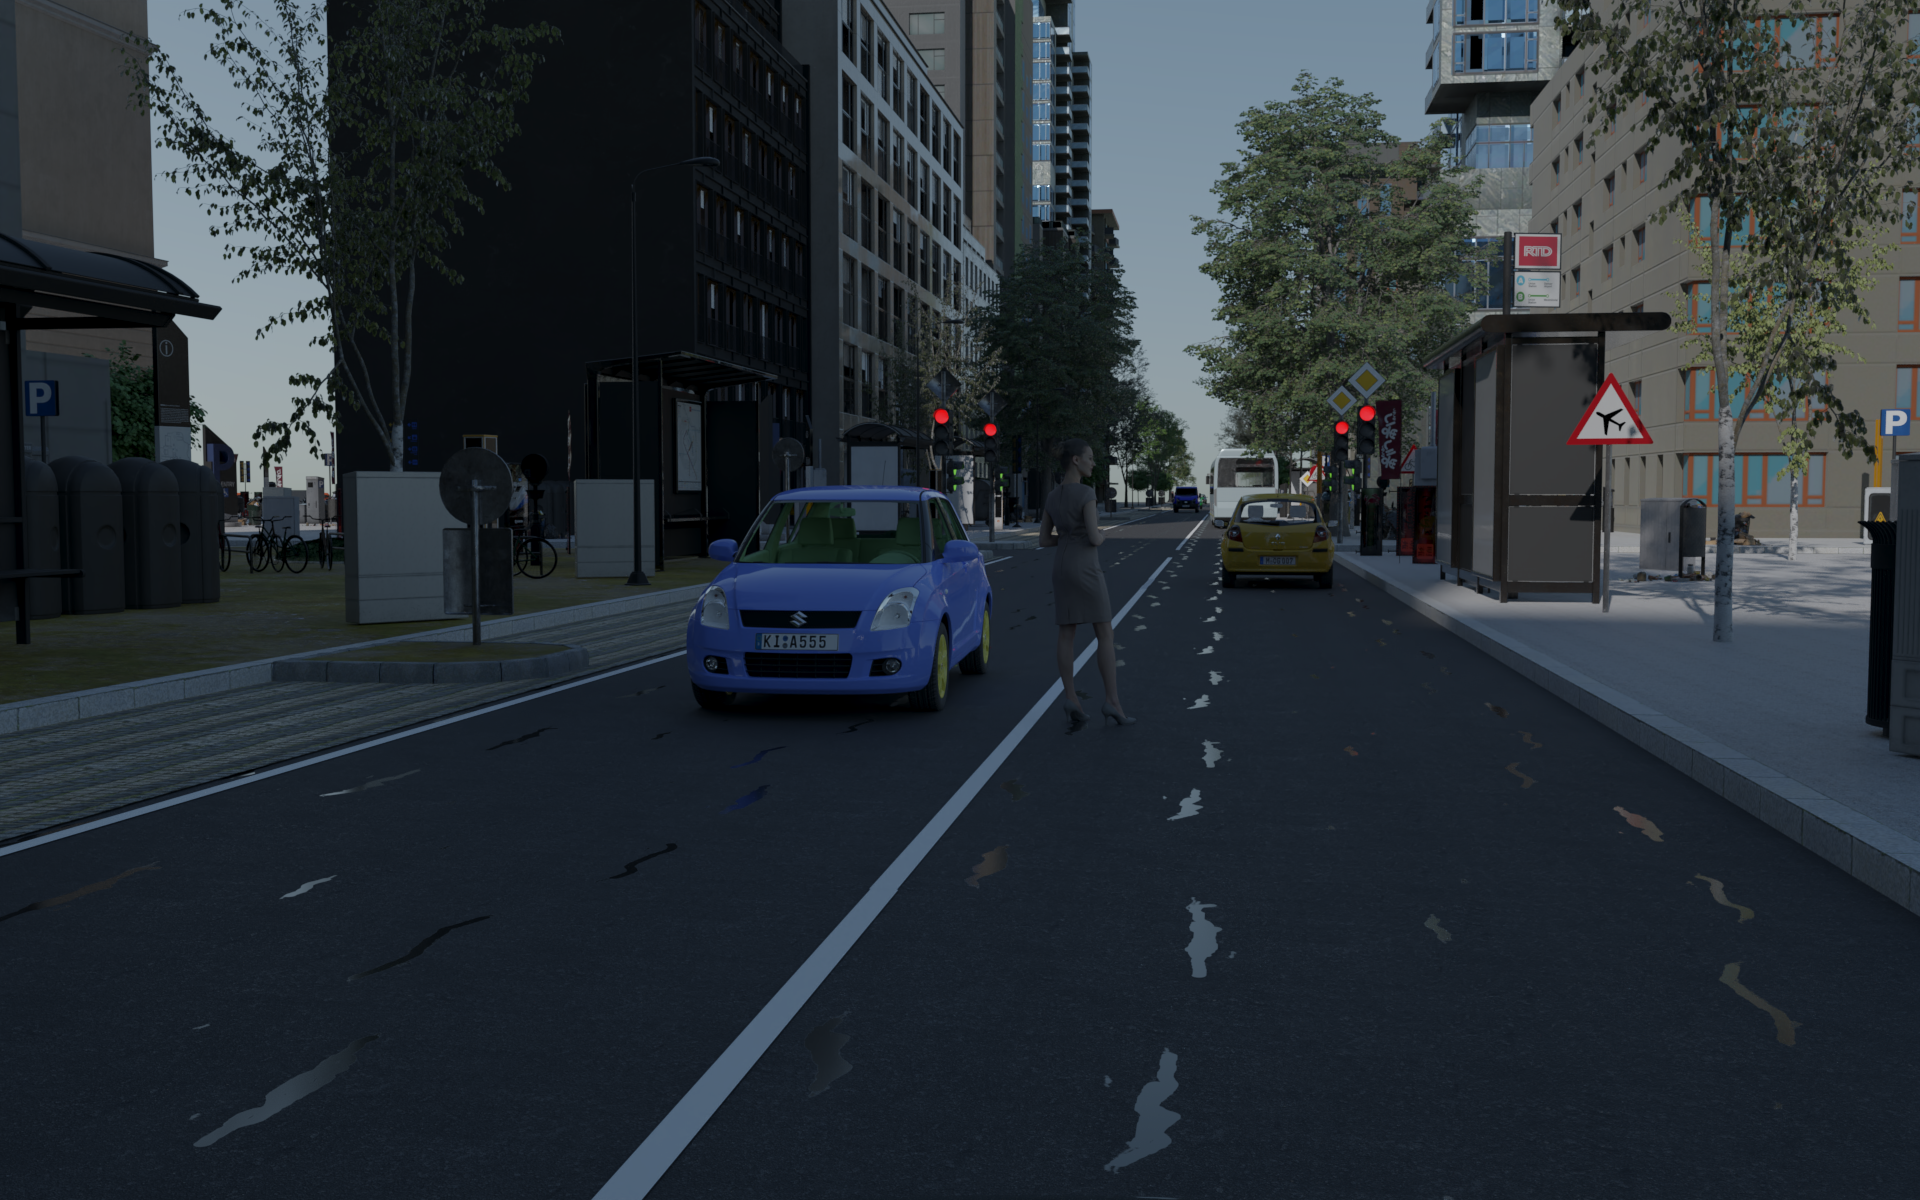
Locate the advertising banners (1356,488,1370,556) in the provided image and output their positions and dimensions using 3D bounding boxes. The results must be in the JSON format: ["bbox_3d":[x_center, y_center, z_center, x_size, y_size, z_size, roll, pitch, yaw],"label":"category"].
[{"bbox_3d":[9.258,-2.425,35.833,2.074,3.025,0.090,0,4,2],"label":"advertising banners"}]

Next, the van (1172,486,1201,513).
[{"bbox_3d":[17.583,-7.941,134.223,2.240,2.365,5.245,1,4,9],"label":"van"}]

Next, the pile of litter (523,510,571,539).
[{"bbox_3d":[-12.015,-2.182,49.634,1.719,0.858,1.176,1,4,22],"label":"pile of litter"}]

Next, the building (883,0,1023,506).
[{"bbox_3d":[-3.057,-27.306,130.048,14.154,41.232,14.086,1,4,9],"label":"building"}]

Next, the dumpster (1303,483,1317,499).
[{"bbox_3d":[18.432,-5.142,89.831,1.264,1.857,1.865,1,4,9],"label":"dumpster"}]

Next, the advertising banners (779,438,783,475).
[{"bbox_3d":[-6.306,-3.576,54.659,2.074,3.025,0.090,3,5,41],"label":"advertising banners"}]

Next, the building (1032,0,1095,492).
[{"bbox_3d":[7.255,-56.034,228.834,22.319,86.520,31.000,1,4,9],"label":"building"}]

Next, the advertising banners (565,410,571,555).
[{"bbox_3d":[-8.363,-2.495,36.985,0.090,3.025,2.074,-1,4,-15],"label":"advertising banners"}]

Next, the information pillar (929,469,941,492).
[{"bbox_3d":[-0.717,-2.887,51.698,0.304,2.012,0.304,3,5,41],"label":"information pillar"}]

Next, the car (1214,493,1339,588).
[{"bbox_3d":[5.077,-1.076,27.811,2.015,1.641,3.980,1,4,10],"label":"car"}]

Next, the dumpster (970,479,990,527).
[{"bbox_3d":[0.758,-3.831,68.401,1.264,1.857,1.865,1,4,9],"label":"dumpster"}]

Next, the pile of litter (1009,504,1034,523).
[{"bbox_3d":[2.866,-3.953,78.593,1.719,0.858,1.176,-3,5,-43],"label":"pile of litter"}]

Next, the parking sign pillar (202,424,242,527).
[{"bbox_3d":[-28.791,-4.829,67.420,1.447,3.967,1.447,1,4,22],"label":"parking sign pillar"}]

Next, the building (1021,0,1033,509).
[{"bbox_3d":[-1.614,-30.206,143.984,14.600,45.320,14.200,1,4,9],"label":"building"}]

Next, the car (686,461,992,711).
[{"bbox_3d":[-0.776,-0.186,12.635,1.945,1.707,3.694,0,4,8],"label":"car"}]

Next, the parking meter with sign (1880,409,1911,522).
[{"bbox_3d":[18.980,-2.355,34.770,0.543,3.016,1.738,1,4,13],"label":"parking meter with sign"}]

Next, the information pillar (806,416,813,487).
[{"bbox_3d":[-4.488,-3.685,51.608,0.183,3.616,0.504,-1,4,-21],"label":"information pillar"}]

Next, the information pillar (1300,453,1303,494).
[{"bbox_3d":[18.063,-6.139,91.732,0.183,3.616,0.504,1,4,17],"label":"information pillar"}]

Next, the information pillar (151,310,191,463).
[{"bbox_3d":[-9.683,-1.831,21.291,0.183,3.616,0.504,2,4,24],"label":"information pillar"}]

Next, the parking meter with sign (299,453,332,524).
[{"bbox_3d":[-27.704,-4.782,74.453,1.738,3.016,0.543,2,4,24],"label":"parking meter with sign"}]

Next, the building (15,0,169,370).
[{"bbox_3d":[-43.729,-17.168,66.599,20.117,28.700,13.634,1,4,9],"label":"building"}]

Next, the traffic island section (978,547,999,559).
[{"bbox_3d":[-0.379,-0.985,38.389,2.009,0.180,2.903,1,4,9],"label":"traffic island section"}]

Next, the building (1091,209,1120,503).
[{"bbox_3d":[12.350,-37.011,259.759,22.147,44.769,28.867,1,4,9],"label":"building"}]

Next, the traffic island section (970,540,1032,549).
[{"bbox_3d":[0.831,-1.468,46.283,2.009,0.180,2.903,1,4,9],"label":"traffic island section"}]

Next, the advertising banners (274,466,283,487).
[{"bbox_3d":[-42.290,-6.934,109.561,2.074,3.025,0.090,-3,4,-36],"label":"advertising banners"}]

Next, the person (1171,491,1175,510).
[{"bbox_3d":[18.867,-8.800,153.323,0.756,1.711,0.436,-3,4,-36],"label":"person"}]

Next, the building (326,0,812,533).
[{"bbox_3d":[-13.325,-14.301,63.494,12.332,23.373,15.834,1,4,9],"label":"building"}]

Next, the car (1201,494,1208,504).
[{"bbox_3d":[34.474,-14.568,247.973,2.009,1.686,4.222,0,4,7],"label":"car"}]

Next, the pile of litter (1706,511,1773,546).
[{"bbox_3d":[19.595,-1.817,43.668,1.176,0.858,1.719,-1,4,-20],"label":"pile of litter"}]

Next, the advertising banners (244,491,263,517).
[{"bbox_3d":[-40.028,-6.163,96.959,2.074,3.025,0.090,0,4,-2],"label":"advertising banners"}]

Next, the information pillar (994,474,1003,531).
[{"bbox_3d":[1.339,-3.437,60.691,0.304,2.012,0.304,0,4,-2],"label":"information pillar"}]

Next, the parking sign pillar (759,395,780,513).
[{"bbox_3d":[-5.534,-3.620,47.660,1.447,3.967,1.447,3,5,42],"label":"parking sign pillar"}]

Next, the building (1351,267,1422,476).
[{"bbox_3d":[47.216,-18.068,140.450,27.650,21.520,28.899,1,4,9],"label":"building"}]

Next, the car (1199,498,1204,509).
[{"bbox_3d":[22.086,-9.495,164.036,1.959,1.807,4.718,0,4,8],"label":"car"}]

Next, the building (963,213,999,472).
[{"bbox_3d":[-3.648,-15.843,113.787,10.420,20.320,16.860,1,4,9],"label":"building"}]

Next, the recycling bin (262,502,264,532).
[{"bbox_3d":[-23.163,-2.820,58.662,0.722,1.027,0.722,0,4,-7],"label":"recycling bin"}]

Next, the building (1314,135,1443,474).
[{"bbox_3d":[51.643,-34.585,215.569,14.600,45.320,14.200,1,4,9],"label":"building"}]

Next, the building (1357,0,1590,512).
[{"bbox_3d":[35.850,-48.117,99.376,22.319,86.520,31.000,1,4,9],"label":"building"}]

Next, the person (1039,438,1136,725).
[{"bbox_3d":[0.793,-0.125,10.886,0.374,1.781,0.599,-3,5,-40],"label":"person"}]

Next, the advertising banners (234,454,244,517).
[{"bbox_3d":[-31.736,-4.765,74.098,0.090,3.025,2.074,2,4,31],"label":"advertising banners"}]

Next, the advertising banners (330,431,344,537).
[{"bbox_3d":[-17.682,-3.247,49.282,0.090,3.025,2.074,-1,4,-9],"label":"advertising banners"}]

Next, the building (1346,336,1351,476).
[{"bbox_3d":[52.677,-19.802,168.797,27.650,21.520,28.899,1,4,9],"label":"building"}]

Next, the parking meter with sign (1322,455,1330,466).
[{"bbox_3d":[16.891,-4.968,77.481,0.543,3.016,1.738,-2,4,-33],"label":"parking meter with sign"}]

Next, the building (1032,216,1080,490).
[{"bbox_3d":[4.960,-25.125,182.493,14.160,30.474,14.107,1,4,9],"label":"building"}]

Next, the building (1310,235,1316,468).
[{"bbox_3d":[56.429,-34.244,243.489,14.154,41.232,14.086,1,4,9],"label":"building"}]

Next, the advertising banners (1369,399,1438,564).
[{"bbox_3d":[8.564,-2.171,31.686,2.074,3.025,0.090,2,4,35],"label":"advertising banners"}]

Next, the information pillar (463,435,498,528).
[{"bbox_3d":[-5.979,-1.049,21.646,0.304,2.012,0.304,1,4,18],"label":"information pillar"}]

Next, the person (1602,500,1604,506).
[{"bbox_3d":[15.222,-2.021,41.725,0.537,1.800,0.526,1,4,14],"label":"person"}]

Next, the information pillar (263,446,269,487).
[{"bbox_3d":[-34.146,-5.742,85.240,0.183,3.616,0.504,0,4,1],"label":"information pillar"}]

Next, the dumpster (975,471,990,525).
[{"bbox_3d":[0.757,-4.255,72.055,1.502,2.255,1.985,1,4,9],"label":"dumpster"}]

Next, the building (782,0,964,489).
[{"bbox_3d":[-11.886,-17.406,89.104,19.350,26.468,34.151,1,4,9],"label":"building"}]

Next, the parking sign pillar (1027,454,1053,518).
[{"bbox_3d":[4.262,-6.352,92.332,1.447,3.967,1.447,0,4,-5],"label":"parking sign pillar"}]

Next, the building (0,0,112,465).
[{"bbox_3d":[-27.214,-35.646,21.067,20.611,71.187,20.563,1,4,9],"label":"building"}]

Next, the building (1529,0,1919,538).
[{"bbox_3d":[37.532,-13.245,61.592,28.899,21.520,27.650,1,4,9],"label":"building"}]
